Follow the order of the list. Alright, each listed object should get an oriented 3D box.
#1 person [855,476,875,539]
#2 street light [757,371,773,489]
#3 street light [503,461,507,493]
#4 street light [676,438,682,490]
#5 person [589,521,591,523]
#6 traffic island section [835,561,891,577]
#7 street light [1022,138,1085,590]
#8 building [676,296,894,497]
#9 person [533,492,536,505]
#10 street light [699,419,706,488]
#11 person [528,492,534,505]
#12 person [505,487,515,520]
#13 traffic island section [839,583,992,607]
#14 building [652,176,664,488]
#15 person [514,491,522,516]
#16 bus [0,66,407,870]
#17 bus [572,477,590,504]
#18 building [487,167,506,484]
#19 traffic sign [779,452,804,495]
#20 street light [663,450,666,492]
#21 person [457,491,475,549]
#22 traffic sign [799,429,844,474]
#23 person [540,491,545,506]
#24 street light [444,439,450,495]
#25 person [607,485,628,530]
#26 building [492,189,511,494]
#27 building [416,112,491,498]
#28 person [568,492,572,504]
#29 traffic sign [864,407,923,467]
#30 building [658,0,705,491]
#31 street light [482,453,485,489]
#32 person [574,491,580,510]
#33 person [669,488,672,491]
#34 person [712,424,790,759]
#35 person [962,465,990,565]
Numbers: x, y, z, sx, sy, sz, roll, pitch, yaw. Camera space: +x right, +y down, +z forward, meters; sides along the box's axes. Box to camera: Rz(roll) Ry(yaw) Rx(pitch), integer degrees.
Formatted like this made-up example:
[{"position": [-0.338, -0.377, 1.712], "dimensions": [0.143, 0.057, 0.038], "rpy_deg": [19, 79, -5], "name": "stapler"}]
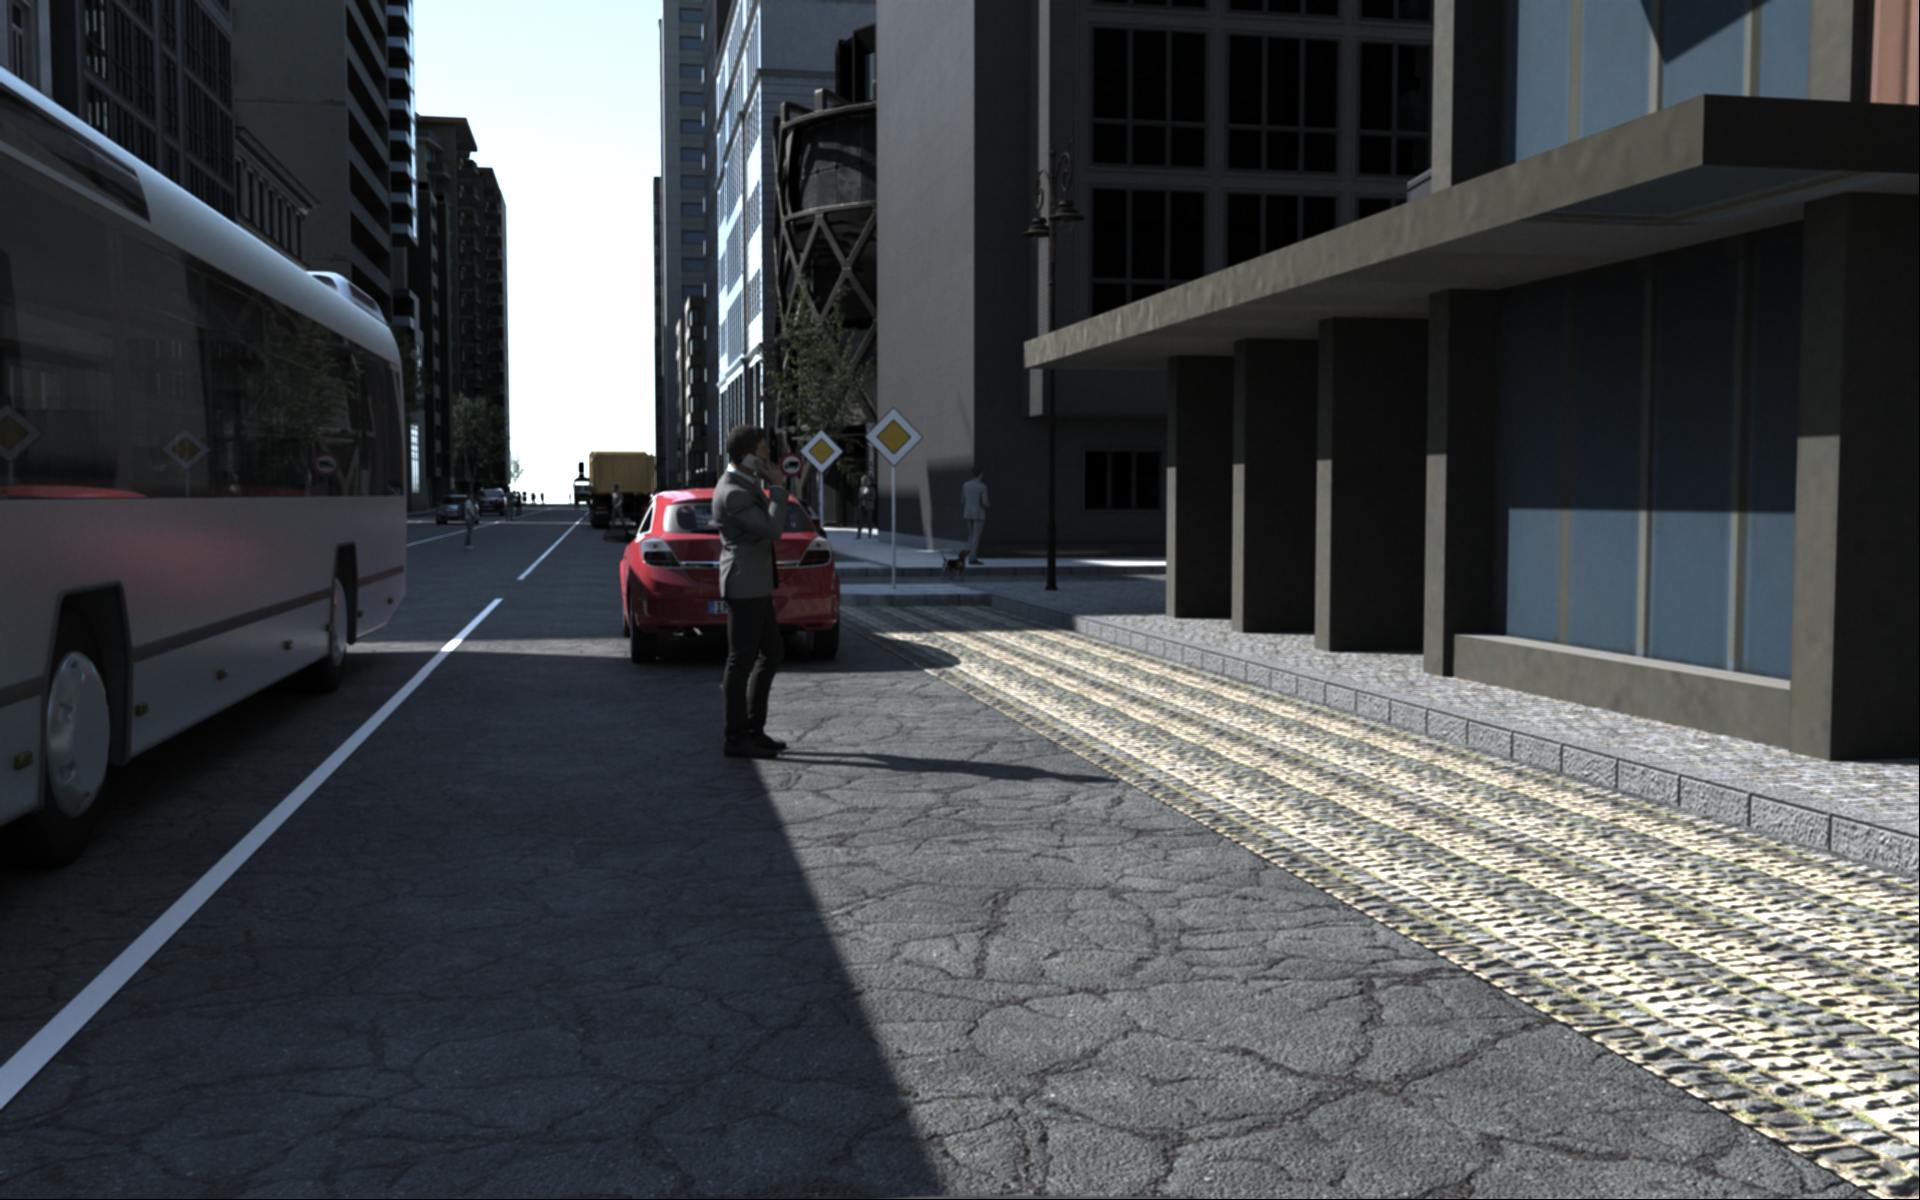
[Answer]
[{"position": [-2.691, -2.649, 49.541], "dimensions": [0.537, 1.800, 0.526], "rpy_deg": [2, 4, 32], "name": "person"}, {"position": [-7.370, -5.665, 65.407], "dimensions": [0.468, 5.910, 1.993], "rpy_deg": [-1, 4, -11], "name": "street light"}, {"position": [-59.007, -15.413, 224.795], "dimensions": [0.468, 5.910, 1.993], "rpy_deg": [-1, 4, -11], "name": "street light"}, {"position": [-22.730, -10.251, 140.388], "dimensions": [0.468, 5.910, 1.993], "rpy_deg": [-1, 4, -11], "name": "street light"}, {"position": [-17.441, -4.291, 82.931], "dimensions": [0.640, 1.303, 0.475], "rpy_deg": [-1, 4, -18], "name": "person"}, {"position": [-2.443, -0.546, 31.209], "dimensions": [2.009, 0.180, 2.903], "rpy_deg": [-1, 4, -11], "name": "traffic island section"}, {"position": [1.224, -3.071, 23.001], "dimensions": [0.468, 5.910, 1.993], "rpy_deg": [-1, 4, -11], "name": "street light"}, {"position": [-12.859, -19.743, 167.830], "dimensions": [27.650, 21.520, 28.899], "rpy_deg": [-1, 4, -11], "name": "building"}, {"position": [-54.156, -12.901, 220.350], "dimensions": [0.530, 1.710, 0.541], "rpy_deg": [0, 4, 3], "name": "person"}, {"position": [-15.515, -8.072, 104.769], "dimensions": [0.468, 5.910, 1.993], "rpy_deg": [-1, 4, -11], "name": "street light"}, {"position": [-54.710, -12.996, 221.694], "dimensions": [1.217, 1.735, 0.721], "rpy_deg": [-2, 4, -35], "name": "person"}, {"position": [-24.681, -5.278, 94.968], "dimensions": [0.511, 1.800, 0.466], "rpy_deg": [0, 4, 1], "name": "person"}, {"position": [-0.847, -0.067, 23.384], "dimensions": [2.009, 0.180, 2.903], "rpy_deg": [-1, 4, -11], "name": "traffic island section"}, {"position": [-32.896, -33.195, 226.336], "dimensions": [14.154, 41.232, 14.086], "rpy_deg": [-1, 4, -11], "name": "building"}, {"position": [-29.100, -6.360, 113.962], "dimensions": [0.593, 1.643, 0.415], "rpy_deg": [1, 4, 18], "name": "person"}, {"position": [-5.128, -0.876, 9.178], "dimensions": [2.948, 3.499, 13.247], "rpy_deg": [-1, 4, -11], "name": "bus"}, {"position": [-54.261, -15.746, 248.996], "dimensions": [2.896, 3.916, 12.252], "rpy_deg": [-1, 4, -12], "name": "bus"}, {"position": [-70.919, -34.838, 224.224], "dimensions": [22.147, 44.769, 28.867], "rpy_deg": [-1, 4, -11], "name": "building"}, {"position": [-5.134, -3.223, 52.803], "dimensions": [0.768, 2.556, 0.104], "rpy_deg": [-1, 4, -10], "name": "traffic sign"}, {"position": [-30.672, -12.662, 179.817], "dimensions": [0.468, 5.910, 1.993], "rpy_deg": [-1, 4, -11], "name": "street light"}, {"position": [-12.836, -2.089, 45.248], "dimensions": [0.503, 1.515, 0.523], "rpy_deg": [2, 4, 33], "name": "person"}, {"position": [-2.464, -1.769, 31.121], "dimensions": [0.795, 2.593, 0.064], "rpy_deg": [-1, 4, -11], "name": "traffic sign"}, {"position": [-50.458, -12.242, 209.105], "dimensions": [0.683, 1.767, 0.568], "rpy_deg": [1, 4, 22], "name": "person"}, {"position": [-42.185, -10.389, 142.655], "dimensions": [0.468, 5.910, 1.993], "rpy_deg": [-1, 4, -11], "name": "street light"}, {"position": [-13.035, -3.498, 65.959], "dimensions": [0.678, 1.792, 0.850], "rpy_deg": [3, 5, 43], "name": "person"}, {"position": [-71.579, -36.446, 246.007], "dimensions": [14.600, 45.320, 14.200], "rpy_deg": [-1, 4, -11], "name": "building"}, {"position": [-65.965, -33.071, 195.327], "dimensions": [22.147, 44.769, 28.867], "rpy_deg": [-1, 4, -11], "name": "building"}, {"position": [-58.405, -15.293, 259.454], "dimensions": [0.530, 1.710, 0.541], "rpy_deg": [-1, 4, -17], "name": "person"}, {"position": [-0.869, -1.291, 23.297], "dimensions": [0.795, 2.593, 0.064], "rpy_deg": [-1, 4, -11], "name": "traffic sign"}, {"position": [-24.858, -40.606, 205.899], "dimensions": [21.231, 58.520, 28.212], "rpy_deg": [-1, 4, -11], "name": "building"}, {"position": [-50.737, -12.968, 184.818], "dimensions": [0.468, 5.910, 1.993], "rpy_deg": [-1, 4, -11], "name": "street light"}, {"position": [-35.084, -9.131, 158.705], "dimensions": [0.541, 1.710, 0.530], "rpy_deg": [-1, 4, -17], "name": "person"}, {"position": [-27.463, -9.706, 164.359], "dimensions": [1.348, 1.869, 0.705], "rpy_deg": [-1, 4, -13], "name": "person"}, {"position": [-1.129, -0.048, 9.463], "dimensions": [0.473, 1.802, 0.592], "rpy_deg": [0, 4, 6], "name": "person"}, {"position": [0.343, -1.550, 31.577], "dimensions": [0.606, 1.804, 0.583], "rpy_deg": [3, 4, 37], "name": "person"}]
